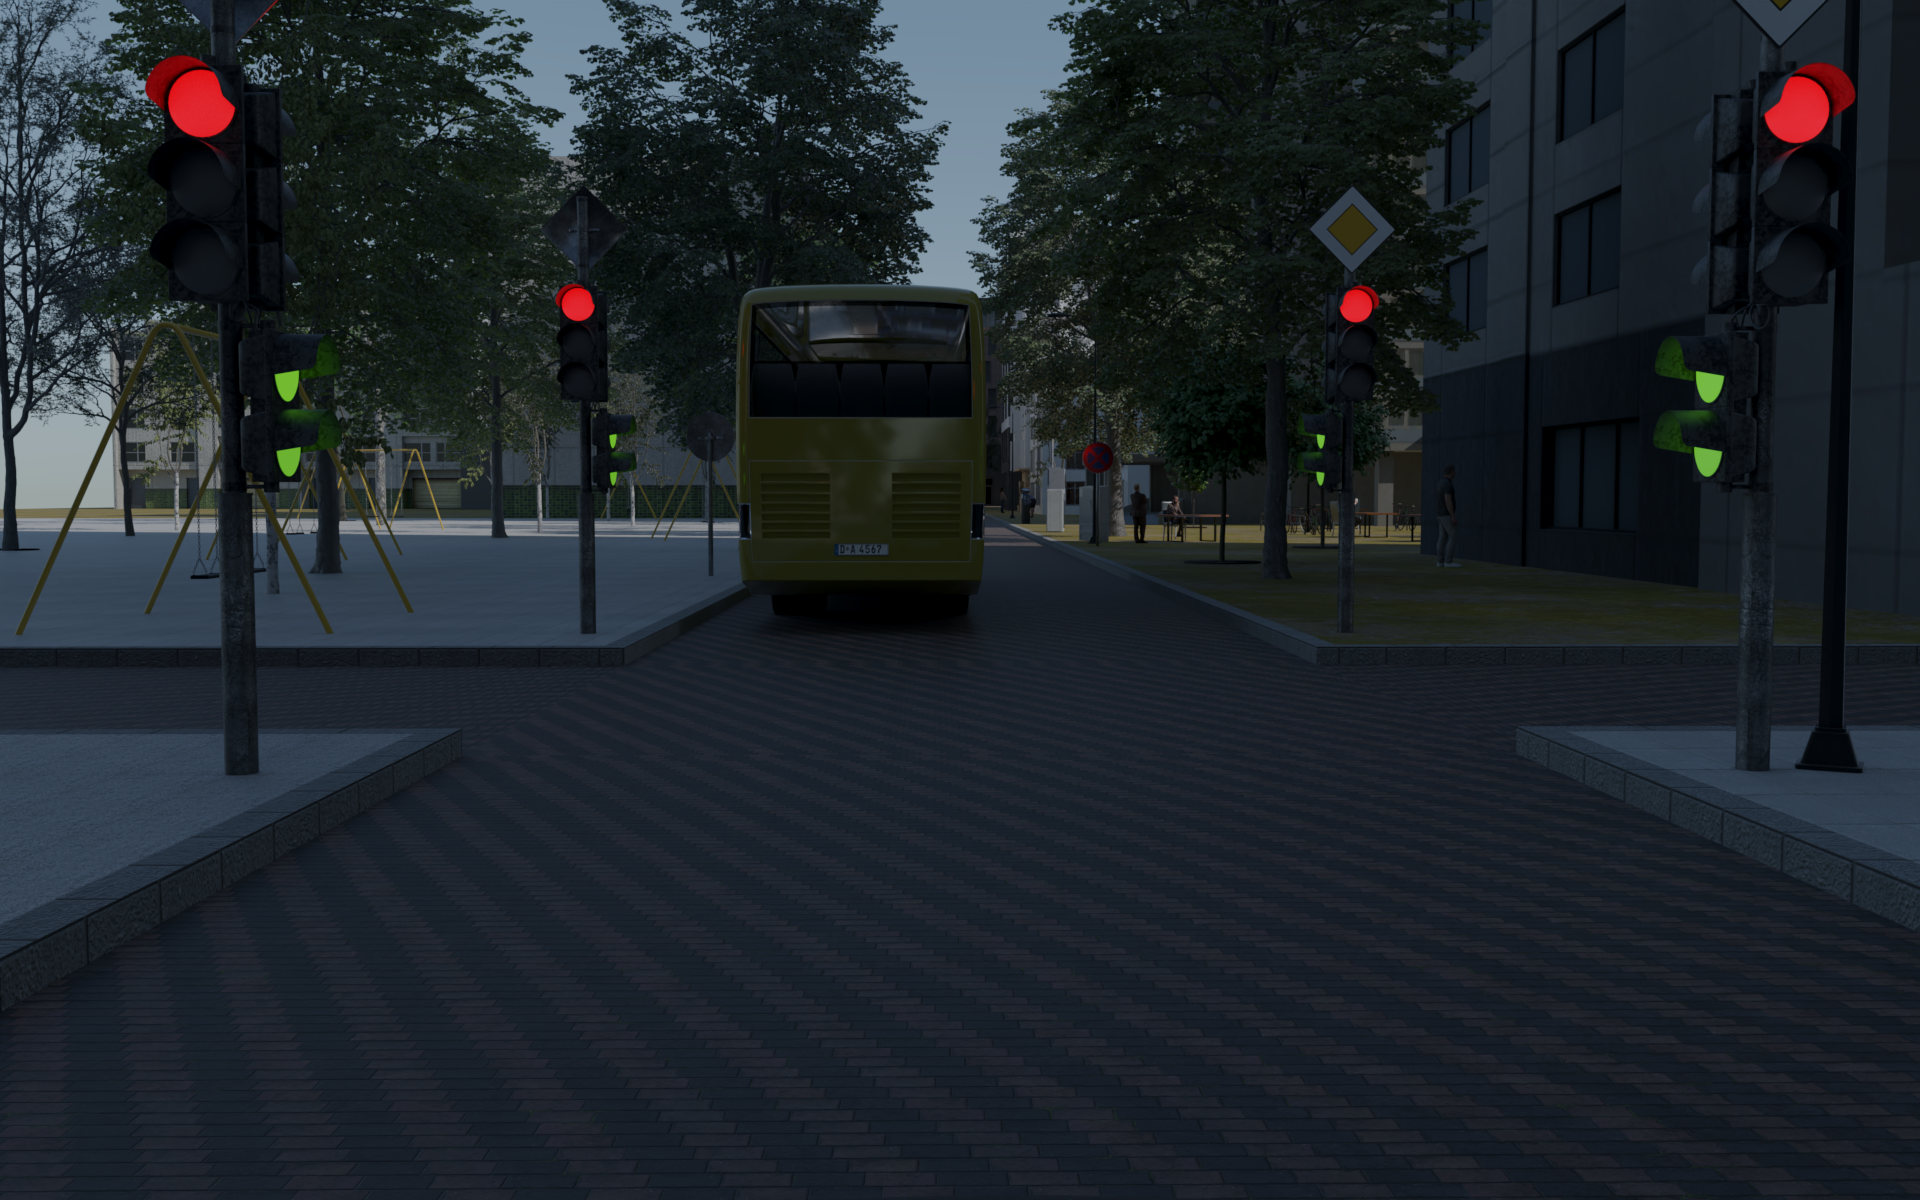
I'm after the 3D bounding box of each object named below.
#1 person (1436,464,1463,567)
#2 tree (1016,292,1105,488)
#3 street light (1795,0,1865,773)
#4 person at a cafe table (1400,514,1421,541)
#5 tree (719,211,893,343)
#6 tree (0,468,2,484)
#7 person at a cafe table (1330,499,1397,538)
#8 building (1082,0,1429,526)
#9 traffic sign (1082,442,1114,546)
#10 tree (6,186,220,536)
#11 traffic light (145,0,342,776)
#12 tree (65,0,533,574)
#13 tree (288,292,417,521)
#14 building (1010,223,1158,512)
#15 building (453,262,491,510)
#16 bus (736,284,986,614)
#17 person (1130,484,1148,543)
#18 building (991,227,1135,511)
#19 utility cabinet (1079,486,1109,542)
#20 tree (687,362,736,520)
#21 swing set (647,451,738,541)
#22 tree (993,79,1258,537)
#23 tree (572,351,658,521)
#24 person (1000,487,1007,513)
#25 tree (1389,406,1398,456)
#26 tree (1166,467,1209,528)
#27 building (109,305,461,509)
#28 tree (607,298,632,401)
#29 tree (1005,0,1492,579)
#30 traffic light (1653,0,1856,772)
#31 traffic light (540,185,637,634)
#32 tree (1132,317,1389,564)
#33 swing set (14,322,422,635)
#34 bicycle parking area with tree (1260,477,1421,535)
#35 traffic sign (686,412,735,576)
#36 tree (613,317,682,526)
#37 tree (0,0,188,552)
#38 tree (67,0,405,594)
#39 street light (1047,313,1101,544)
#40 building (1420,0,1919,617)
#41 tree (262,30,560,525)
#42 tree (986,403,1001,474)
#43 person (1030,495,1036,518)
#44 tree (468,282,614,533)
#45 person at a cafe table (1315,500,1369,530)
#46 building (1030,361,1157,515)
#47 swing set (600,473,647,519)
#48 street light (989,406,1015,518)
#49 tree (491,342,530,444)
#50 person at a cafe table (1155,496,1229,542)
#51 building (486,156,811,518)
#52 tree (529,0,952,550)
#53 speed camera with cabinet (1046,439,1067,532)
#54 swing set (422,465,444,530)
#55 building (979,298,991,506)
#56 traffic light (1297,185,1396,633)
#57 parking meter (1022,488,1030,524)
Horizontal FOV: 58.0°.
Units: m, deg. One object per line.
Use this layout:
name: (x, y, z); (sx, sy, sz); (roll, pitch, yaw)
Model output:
person: (8.608, -1.487, 30.481); (0.434, 1.807, 0.598); (0, 4, 7)
tree: (3.784, -6.965, 64.242); (4.360, 8.622, 3.978); (0, 3, 0)
street light: (3.541, -2.166, 7.948); (1.470, 5.913, 1.316); (0, 4, -1)
person at a cafe table: (13.144, -2.199, 46.811); (1.726, 1.238, 1.698); (-2, 4, -29)
tree: (-5.089, -8.357, 62.395); (9.928, 11.665, 9.643); (0, 3, 0)
tree: (-49.069, -10.226, 69.012); (18.604, 14.587, 13.155); (0, 4, 2)
person at a cafe table: (11.794, -2.618, 51.313); (1.622, 1.524, 1.698); (-1, 4, -16)
building: (22.219, -23.678, 79.009); (32.217, 40.220, 23.993); (0, 4, -1)
traffic sign: (3.386, -2.595, 42.534); (0.768, 2.556, 0.104); (0, 4, 2)
tree: (-25.639, -7.217, 52.414); (7.601, 10.594, 8.767); (-3, 5, -43)
traffic light: (-3.283, -1.157, 7.840); (0.839, 4.253, 0.868); (0, 4, -1)
tree: (-10.395, -6.729, 28.148); (7.486, 12.596, 7.792); (0, 3, 0)
tree: (-29.092, -9.526, 81.513); (9.928, 11.665, 9.643); (0, 3, 0)
building: (11.786, -16.532, 126.720); (16.016, 20.091, 11.380); (0, 4, -1)
building: (-24.858, -18.745, 150.457); (32.646, 21.610, 27.936); (0, 4, -1)
bus: (-1.136, -1.954, 23.500); (2.896, 3.916, 12.252); (0, 4, -1)
person: (4.646, -2.250, 45.092); (0.482, 1.546, 0.388); (2, 4, 34)
building: (17.391, -18.663, 149.108); (27.936, 21.610, 32.646); (0, 4, -1)
utility cabinet: (3.594, -2.320, 46.613); (0.318, 1.500, 1.173); (-1, 4, -23)
tree: (-12.407, -8.305, 86.144); (4.360, 8.622, 3.978); (0, 3, 0)
swing set: (-7.108, -3.131, 48.805); (2.862, 2.851, 3.119); (-1, 4, -17)
tree: (4.735, -8.891, 52.023); (9.857, 13.997, 8.962); (0, 3, 0)
tree: (-16.314, -8.010, 81.318); (4.737, 8.622, 4.395); (0, 3, 0)
person: (2.918, -6.691, 116.165); (0.721, 1.735, 1.217); (-1, 4, -15)
tree: (8.616, -3.516, 41.205); (4.285, 4.588, 4.351); (0, 3, 0)
tree: (8.852, -4.332, 65.430); (1.663, 3.219, 1.824); (0, 3, 0)
building: (-57.023, -17.755, 156.746); (31.486, 18.905, 16.747); (0, 4, -1)
tree: (-13.396, -8.073, 50.115); (7.486, 12.596, 7.792); (0, 3, 0)
tree: (4.409, -6.589, 25.849); (7.486, 12.596, 7.792); (0, 3, 0)
traffic light: (3.677, -1.165, 7.963); (0.839, 4.253, 0.868); (0, 4, -1)
traffic light: (-3.406, -1.645, 15.824); (0.839, 4.253, 0.868); (0, 4, -1)
tree: (4.808, -2.960, 32.113); (4.285, 4.588, 4.351); (0, 3, 0)
swing set: (-7.271, -1.204, 17.305); (2.862, 2.851, 3.119); (0, 4, -3)
bicycle parking area with tree: (14.129, -4.308, 57.435); (8.231, 4.147, 9.016); (1, 4, 10)
traffic sign: (-3.891, -1.644, 26.985); (0.768, 2.556, 0.104); (0, 4, 7)
tree: (-13.070, -7.254, 68.973); (4.360, 8.622, 3.978); (0, 3, 0)
tree: (-21.372, -7.860, 38.875); (12.009, 13.543, 11.850); (0, 3, 0)
tree: (-8.819, -4.372, 21.848); (4.737, 8.622, 4.395); (0, 3, 0)
street light: (2.933, -4.403, 44.531); (1.470, 5.913, 1.316); (0, 4, -1)
building: (20.209, -35.886, 24.983); (20.611, 71.187, 20.563); (0, 4, -1)
tree: (-22.487, -13.075, 69.661); (12.611, 20.169, 13.585); (0, 3, 0)
tree: (2.249, -14.347, 168.993); (8.767, 10.594, 7.601); (0, 4, 4)
person: (3.818, -5.215, 94.544); (0.697, 1.427, 0.421); (1, 4, 11)
tree: (-14.192, -6.538, 57.251); (4.360, 8.622, 3.978); (0, 3, 0)
person at a cafe table: (14.104, -3.211, 63.361); (1.698, 1.238, 1.726); (-1, 4, -9)
building: (9.519, -10.102, 107.315); (9.099, 9.664, 28.070); (0, 4, -1)
swing set: (-17.069, -5.595, 89.099); (2.862, 2.851, 3.119); (-1, 4, -11)
street light: (2.226, -7.250, 91.082); (1.470, 5.913, 1.316); (0, 4, -1)
tree: (-21.713, -7.948, 80.314); (4.737, 8.622, 4.395); (0, 3, 0)
person at a cafe table: (6.086, -2.206, 46.925); (1.698, 1.238, 1.726); (-2, 4, -24)
building: (-16.627, -14.697, 106.756); (16.747, 18.905, 31.486); (0, 4, -1)
tree: (-4.699, -8.105, 39.173); (9.857, 13.997, 8.962); (0, 3, 0)
speed camera with cabinet: (3.283, -3.954, 58.982); (0.660, 3.252, 2.038); (0, 4, 6)
swing set: (-20.087, -3.855, 60.649); (3.119, 2.851, 2.862); (1, 4, 23)
building: (5.143, -21.214, 190.816); (32.646, 21.610, 27.936); (0, 4, -1)
traffic light: (3.554, -1.653, 15.947); (0.839, 4.253, 0.868); (0, 4, -1)
parking meter: (2.827, -4.032, 74.342); (0.372, 1.533, 0.369); (0, 3, 0)
